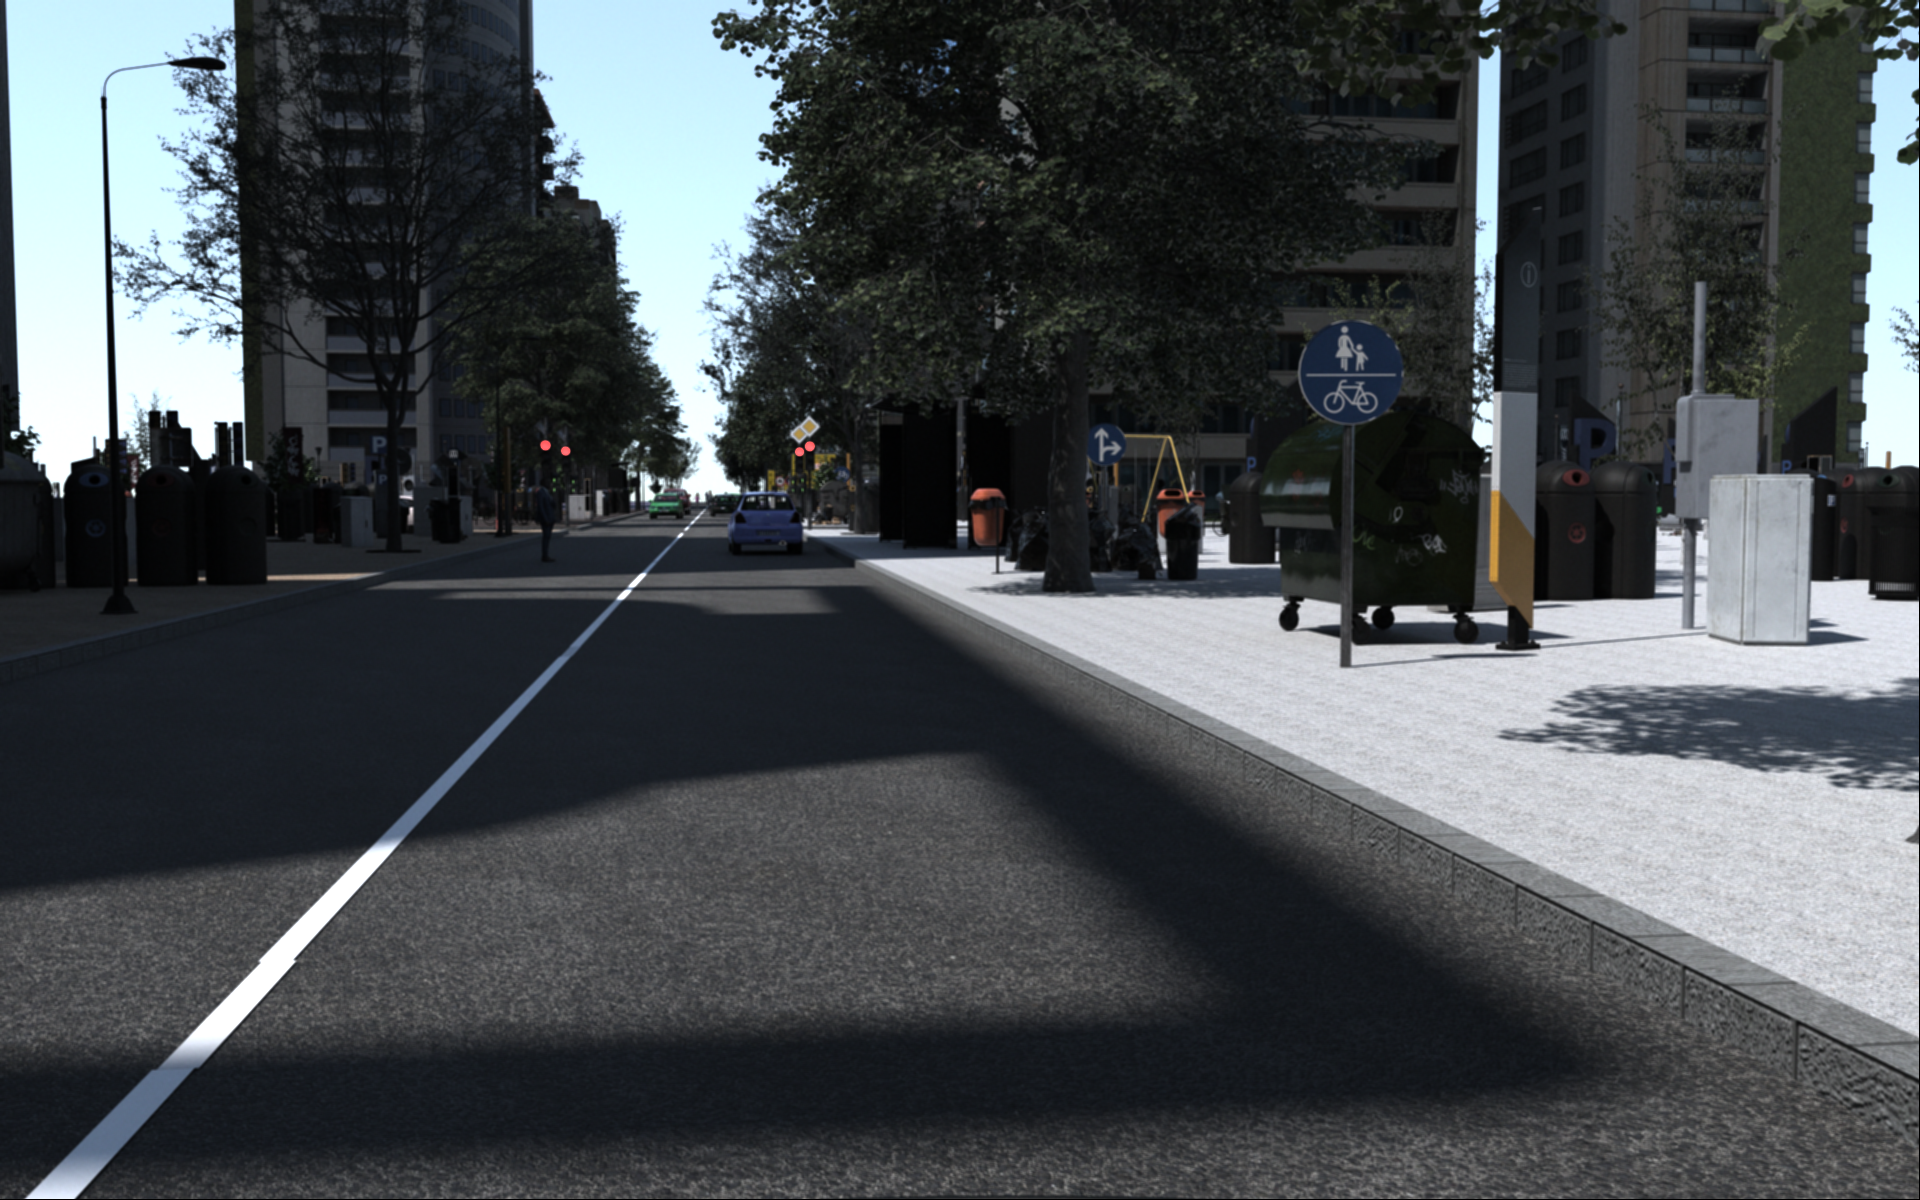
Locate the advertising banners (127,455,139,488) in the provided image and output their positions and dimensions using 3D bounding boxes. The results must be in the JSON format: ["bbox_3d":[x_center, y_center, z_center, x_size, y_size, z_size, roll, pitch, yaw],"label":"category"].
[{"bbox_3d":[-36.333,-4.990,77.777,2.074,3.025,0.090,0,4,1],"label":"advertising banners"}]

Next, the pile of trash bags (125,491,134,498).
[{"bbox_3d":[-49.481,-5.872,105.759,3.447,1.369,1.912,3,5,44],"label":"pile of trash bags"}]

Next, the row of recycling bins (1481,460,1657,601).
[{"bbox_3d":[6.860,-0.845,20.927,3.534,1.692,1.069,-1,4,-22],"label":"row of recycling bins"}]

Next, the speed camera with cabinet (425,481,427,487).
[{"bbox_3d":[-36.631,-7.648,119.374,0.660,3.252,2.038,2,4,35],"label":"speed camera with cabinet"}]

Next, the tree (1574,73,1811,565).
[{"bbox_3d":[13.169,-4.948,31.267,4.360,8.622,3.978,0,3,0],"label":"tree"}]

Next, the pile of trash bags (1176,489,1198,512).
[{"bbox_3d":[2.570,-1.397,32.601,3.447,1.369,1.912,0,4,0],"label":"pile of trash bags"}]

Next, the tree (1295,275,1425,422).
[{"bbox_3d":[13.369,-6.551,57.468,4.737,8.622,4.395,0,3,0],"label":"tree"}]

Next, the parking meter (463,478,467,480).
[{"bbox_3d":[-17.490,-3.384,61.032,0.255,1.863,0.399,-1,4,-12],"label":"parking meter"}]

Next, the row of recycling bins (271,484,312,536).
[{"bbox_3d":[-21.717,-2.779,52.557,3.534,1.692,1.069,0,4,-5],"label":"row of recycling bins"}]

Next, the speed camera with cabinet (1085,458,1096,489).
[{"bbox_3d":[5.151,-5.096,77.651,2.038,3.252,0.660,-1,4,-12],"label":"speed camera with cabinet"}]

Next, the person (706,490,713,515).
[{"bbox_3d":[-17.186,-6.707,119.164,0.512,1.701,0.522,0,4,6],"label":"person"}]

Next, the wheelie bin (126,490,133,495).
[{"bbox_3d":[-61.531,-7.339,127.908,0.693,1.594,0.980,0,4,2],"label":"wheelie bin"}]

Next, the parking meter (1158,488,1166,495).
[{"bbox_3d":[8.823,-4.132,75.972,0.372,1.533,0.369,0,3,0],"label":"parking meter"}]

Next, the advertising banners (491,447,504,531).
[{"bbox_3d":[-16.202,-3.941,60.616,0.090,3.025,2.074,-2,4,-25],"label":"advertising banners"}]

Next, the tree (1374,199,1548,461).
[{"bbox_3d":[12.263,-5.679,43.214,4.360,8.622,3.978,0,3,0],"label":"tree"}]

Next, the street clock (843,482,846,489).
[{"bbox_3d":[-5.746,-4.957,85.618,0.358,2.002,0.471,0,4,-8],"label":"street clock"}]

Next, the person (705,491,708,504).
[{"bbox_3d":[-36.291,-14.704,248.781,0.709,1.838,0.599,-3,5,-42],"label":"person"}]

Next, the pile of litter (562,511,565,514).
[{"bbox_3d":[-24.812,-5.841,109.460,1.176,0.858,1.719,-2,4,-23],"label":"pile of litter"}]

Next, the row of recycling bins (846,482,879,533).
[{"bbox_3d":[-3.063,-3.160,58.780,1.069,1.692,3.534,-1,4,-13],"label":"row of recycling bins"}]

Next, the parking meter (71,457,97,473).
[{"bbox_3d":[-13.662,-1.303,27.008,0.399,1.863,0.255,-2,4,-26],"label":"parking meter"}]

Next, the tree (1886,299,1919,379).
[{"bbox_3d":[25.443,-5.637,42.535,4.360,8.622,3.978,0,3,0],"label":"tree"}]

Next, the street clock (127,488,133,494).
[{"bbox_3d":[-54.307,-6.646,113.225,0.471,2.002,0.358,-3,4,-36],"label":"street clock"}]

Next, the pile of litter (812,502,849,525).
[{"bbox_3d":[-5.457,-3.575,72.412,1.719,0.858,1.176,0,4,4],"label":"pile of litter"}]

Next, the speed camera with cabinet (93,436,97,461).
[{"bbox_3d":[-28.917,-3.939,58.734,0.660,3.252,2.038,-3,5,-41],"label":"speed camera with cabinet"}]

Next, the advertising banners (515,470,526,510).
[{"bbox_3d":[-32.529,-7.945,126.091,2.074,3.025,0.090,1,4,9],"label":"advertising banners"}]

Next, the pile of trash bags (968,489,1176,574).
[{"bbox_3d":[1.624,-1.168,28.850,3.447,1.369,1.912,-2,4,-35],"label":"pile of trash bags"}]

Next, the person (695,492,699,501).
[{"bbox_3d":[-39.972,-15.572,263.822,1.217,1.735,0.721,0,4,-4],"label":"person"}]

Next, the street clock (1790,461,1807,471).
[{"bbox_3d":[18.386,-2.038,37.886,0.471,2.002,0.358,-2,4,-29],"label":"street clock"}]

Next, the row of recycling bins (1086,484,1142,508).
[{"bbox_3d":[6.467,-4.039,73.148,1.069,1.692,3.534,-2,4,-30],"label":"row of recycling bins"}]

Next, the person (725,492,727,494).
[{"bbox_3d":[-35.909,-15.669,265.356,0.551,1.740,0.621,3,5,45],"label":"person"}]

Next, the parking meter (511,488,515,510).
[{"bbox_3d":[-25.039,-5.553,96.503,0.255,1.863,0.399,3,4,36],"label":"parking meter"}]

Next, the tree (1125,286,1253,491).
[{"bbox_3d":[7.598,-6.589,58.099,4.360,8.622,3.978,0,3,0],"label":"tree"}]

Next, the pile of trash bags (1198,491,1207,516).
[{"bbox_3d":[5.471,-2.465,50.056,3.447,1.369,1.912,-1,4,-14],"label":"pile of trash bags"}]

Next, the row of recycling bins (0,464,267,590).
[{"bbox_3d":[-11.580,-1.041,24.129,3.534,1.692,1.069,-2,4,-25],"label":"row of recycling bins"}]

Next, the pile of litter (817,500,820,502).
[{"bbox_3d":[-11.525,-7.643,138.933,1.719,0.858,1.176,-2,4,-28],"label":"pile of litter"}]

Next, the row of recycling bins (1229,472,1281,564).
[{"bbox_3d":[6.766,-1.521,31.974,3.534,1.692,1.069,0,4,-1],"label":"row of recycling bins"}]

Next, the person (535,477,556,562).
[{"bbox_3d":[-8.810,-1.721,36.826,0.419,1.800,0.721,0,4,-3],"label":"person"}]

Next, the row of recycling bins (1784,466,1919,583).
[{"bbox_3d":[13.686,-1.189,26.557,1.069,1.692,3.534,0,4,-4],"label":"row of recycling bins"}]

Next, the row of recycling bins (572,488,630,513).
[{"bbox_3d":[-23.647,-6.588,114.831,3.534,1.692,1.069,0,4,-2],"label":"row of recycling bins"}]

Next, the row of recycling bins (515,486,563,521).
[{"bbox_3d":[-20.438,-4.709,84.106,1.069,1.692,3.534,-3,5,-44],"label":"row of recycling bins"}]

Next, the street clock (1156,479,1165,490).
[{"bbox_3d":[9.369,-4.704,81.486,0.471,2.002,0.358,-1,4,-13],"label":"street clock"}]

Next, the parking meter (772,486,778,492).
[{"bbox_3d":[-12.830,-6.983,119.890,0.399,1.863,0.255,-1,4,-13],"label":"parking meter"}]

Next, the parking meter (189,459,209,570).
[{"bbox_3d":[-12.858,-1.443,29.303,0.255,1.863,0.399,-3,4,-36],"label":"parking meter"}]

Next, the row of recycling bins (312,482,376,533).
[{"bbox_3d":[-20.596,-3.108,57.932,1.069,1.692,3.534,3,4,36],"label":"row of recycling bins"}]

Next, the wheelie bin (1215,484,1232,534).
[{"bbox_3d":[8.648,-2.906,55.420,0.980,1.594,0.693,0,4,-5],"label":"wheelie bin"}]

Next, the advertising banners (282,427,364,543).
[{"bbox_3d":[-16.623,-2.998,45.210,2.074,3.025,0.090,0,4,-2],"label":"advertising banners"}]

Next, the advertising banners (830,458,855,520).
[{"bbox_3d":[-5.706,-5.399,84.455,0.090,3.025,2.074,2,4,33],"label":"advertising banners"}]

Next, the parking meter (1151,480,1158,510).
[{"bbox_3d":[8.093,-4.058,72.067,0.255,1.863,0.399,0,4,8],"label":"parking meter"}]

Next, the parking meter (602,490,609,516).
[{"bbox_3d":[-20.786,-5.702,101.637,0.372,1.533,0.369,0,3,0],"label":"parking meter"}]

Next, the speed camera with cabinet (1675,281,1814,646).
[{"bbox_3d":[7.006,-1.296,15.526,0.660,3.252,2.038,0,4,7],"label":"speed camera with cabinet"}]

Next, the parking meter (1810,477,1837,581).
[{"bbox_3d":[12.711,-1.049,25.566,0.372,1.533,0.369,0,3,0],"label":"parking meter"}]

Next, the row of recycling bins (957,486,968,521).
[{"bbox_3d":[0.255,-4.741,84.625,1.069,1.692,3.534,-1,4,-10],"label":"row of recycling bins"}]

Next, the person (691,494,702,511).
[{"bbox_3d":[-22.558,-8.372,148.599,0.991,1.433,0.599,0,4,-1],"label":"person"}]

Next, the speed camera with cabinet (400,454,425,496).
[{"bbox_3d":[-27.883,-5.624,86.291,2.038,3.252,0.660,1,4,18],"label":"speed camera with cabinet"}]
